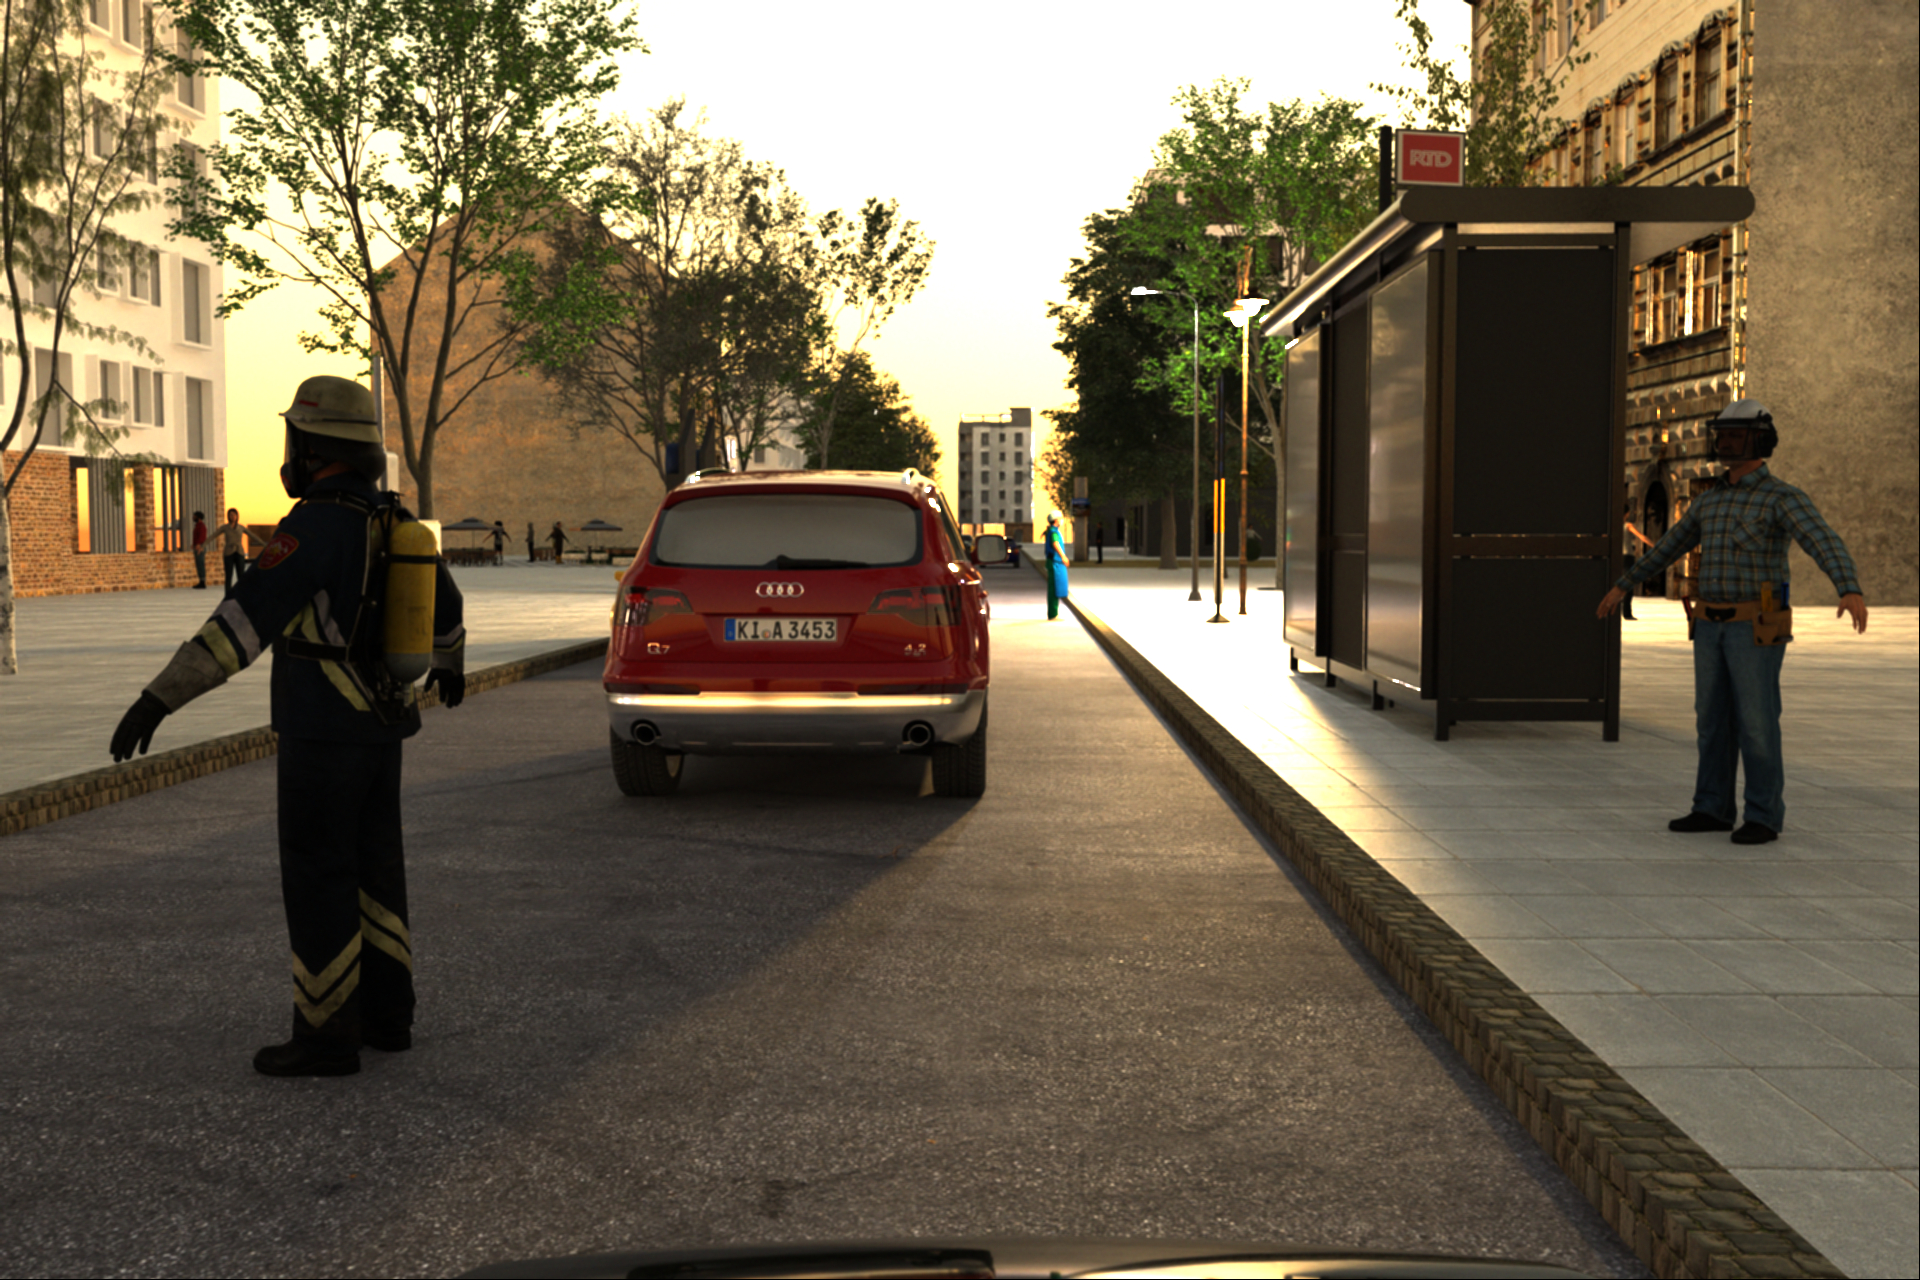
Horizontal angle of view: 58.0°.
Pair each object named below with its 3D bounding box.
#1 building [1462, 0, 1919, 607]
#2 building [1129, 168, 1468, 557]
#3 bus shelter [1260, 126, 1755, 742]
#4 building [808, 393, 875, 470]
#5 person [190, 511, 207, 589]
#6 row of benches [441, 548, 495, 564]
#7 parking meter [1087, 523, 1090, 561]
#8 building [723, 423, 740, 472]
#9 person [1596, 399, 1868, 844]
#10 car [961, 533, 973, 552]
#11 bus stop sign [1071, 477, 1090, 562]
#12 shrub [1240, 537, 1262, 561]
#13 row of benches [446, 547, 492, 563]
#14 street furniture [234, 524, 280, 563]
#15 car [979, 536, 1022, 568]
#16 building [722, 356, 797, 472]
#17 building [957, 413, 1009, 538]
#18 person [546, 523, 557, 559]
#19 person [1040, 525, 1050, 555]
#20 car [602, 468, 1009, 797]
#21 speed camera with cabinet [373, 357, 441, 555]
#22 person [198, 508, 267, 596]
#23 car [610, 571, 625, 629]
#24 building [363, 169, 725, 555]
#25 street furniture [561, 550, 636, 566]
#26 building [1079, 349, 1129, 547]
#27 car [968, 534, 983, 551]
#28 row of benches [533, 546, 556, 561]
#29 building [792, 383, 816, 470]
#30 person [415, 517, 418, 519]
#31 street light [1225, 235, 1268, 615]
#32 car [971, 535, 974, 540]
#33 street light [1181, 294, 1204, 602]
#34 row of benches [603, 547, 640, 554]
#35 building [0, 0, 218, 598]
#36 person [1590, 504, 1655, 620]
[{"bbox_3d":[23.143,-12.713,38.790,19.493,23.208,18.063,0,4,1],"label":"building"},{"bbox_3d":[24.883,-16.466,113.189,27.936,21.610,32.646,0,4,1],"label":"building"},{"bbox_3d":[3.875,-2.274,14.808,2.179,5.291,8.768,0,4,2],"label":"bus shelter"},{"bbox_3d":[-19.755,-22.425,233.106,16.747,18.905,31.486,0,4,1],"label":"building"},{"bbox_3d":[-17.891,-2.114,40.679,0.704,1.816,1.345,-2,4,-28],"label":"person"},{"bbox_3d":[-21.377,-3.607,74.433,1.422,0.672,4.104,1,4,19],"label":"row of benches"},{"bbox_3d":[5.972,-4.698,82.516,0.399,1.863,0.255,0,4,1],"label":"parking meter"},{"bbox_3d":[-22.255,-12.064,139.388,9.099,9.664,28.070,0,4,1],"label":"building"},{"bbox_3d":[3.274,-0.091,7.321,0.704,1.849,1.345,-2,4,-25],"label":"person"},{"bbox_3d":[0.131,-6.719,119.639,2.009,1.686,4.222,0,4,2],"label":"car"},{"bbox_3d":[5.582,-5.572,80.113,0.837,3.901,0.837,0,4,1],"label":"bus stop sign"},{"bbox_3d":[13.667,-4.294,81.316,1.383,1.207,1.383,0,3,0],"label":"shrub"},{"bbox_3d":[-22.549,-3.896,79.167,1.422,0.672,4.104,1,4,9],"label":"row of benches"},{"bbox_3d":[-28.574,-4.455,79.701,9.812,1.723,11.010,0,4,1],"label":"street furniture"},{"bbox_3d":[1.701,-3.773,74.274,1.945,1.354,3.894,0,4,2],"label":"car"},{"bbox_3d":[-23.765,-19.990,183.248,16.016,20.090,11.380,0,4,2],"label":"building"},{"bbox_3d":[0.063,-24.609,261.231,11.380,20.090,16.016,0,4,-7],"label":"building"},{"bbox_3d":[-20.828,-5.100,89.145,0.705,1.858,1.354,2,4,23],"label":"person"},{"bbox_3d":[5.365,-6.085,105.454,1.349,1.833,0.705,-2,4,-35],"label":"person"},{"bbox_3d":[-0.828,-0.142,10.991,2.281,1.827,5.304,0,4,1],"label":"car"},{"bbox_3d":[-6.661,-1.578,20.141,0.660,3.252,2.038,0,4,2],"label":"speed camera with cabinet"},{"bbox_3d":[-12.722,-1.445,30.387,1.215,1.744,0.721,-2,4,-32],"label":"person"},{"bbox_3d":[-2.902,-0.612,20.237,2.015,1.641,3.980,0,4,2],"label":"car"},{"bbox_3d":[-26.188,-17.269,113.282,19.493,23.208,18.063,0,4,1],"label":"building"},{"bbox_3d":[-11.231,-3.358,70.524,10.072,0.657,5.734,1,4,17],"label":"street furniture"},{"bbox_3d":[26.961,-21.292,192.097,27.936,21.610,32.646,0,4,1],"label":"building"},{"bbox_3d":[1.472,-5.443,99.216,2.015,1.641,3.980,0,4,1],"label":"car"},{"bbox_3d":[-20.212,-4.198,84.107,1.422,0.672,4.104,0,4,-4],"label":"row of benches"},{"bbox_3d":[-23.237,-21.223,203.412,16.016,20.090,11.380,0,4,1],"label":"building"},{"bbox_3d":[-16.887,-2.911,53.738,1.347,1.811,0.704,3,5,43],"label":"person"},{"bbox_3d":[4.468,-3.327,27.192,0.468,5.910,1.993,0,4,1],"label":"street light"},{"bbox_3d":[0.288,-7.316,131.980,2.083,1.381,4.827,0,4,2],"label":"car"},{"bbox_3d":[4.997,-3.676,32.642,1.470,5.913,1.316,0,4,1],"label":"street light"},{"bbox_3d":[-16.278,-4.170,83.639,1.422,0.672,4.104,-2,4,-33],"label":"row of benches"},{"bbox_3d":[-23.948,-10.654,30.617,16.016,20.090,11.380,0,4,2],"label":"building"},{"bbox_3d":[9.937,-1.165,25.854,0.721,1.737,1.217,-3,4,-36],"label":"person"}]
